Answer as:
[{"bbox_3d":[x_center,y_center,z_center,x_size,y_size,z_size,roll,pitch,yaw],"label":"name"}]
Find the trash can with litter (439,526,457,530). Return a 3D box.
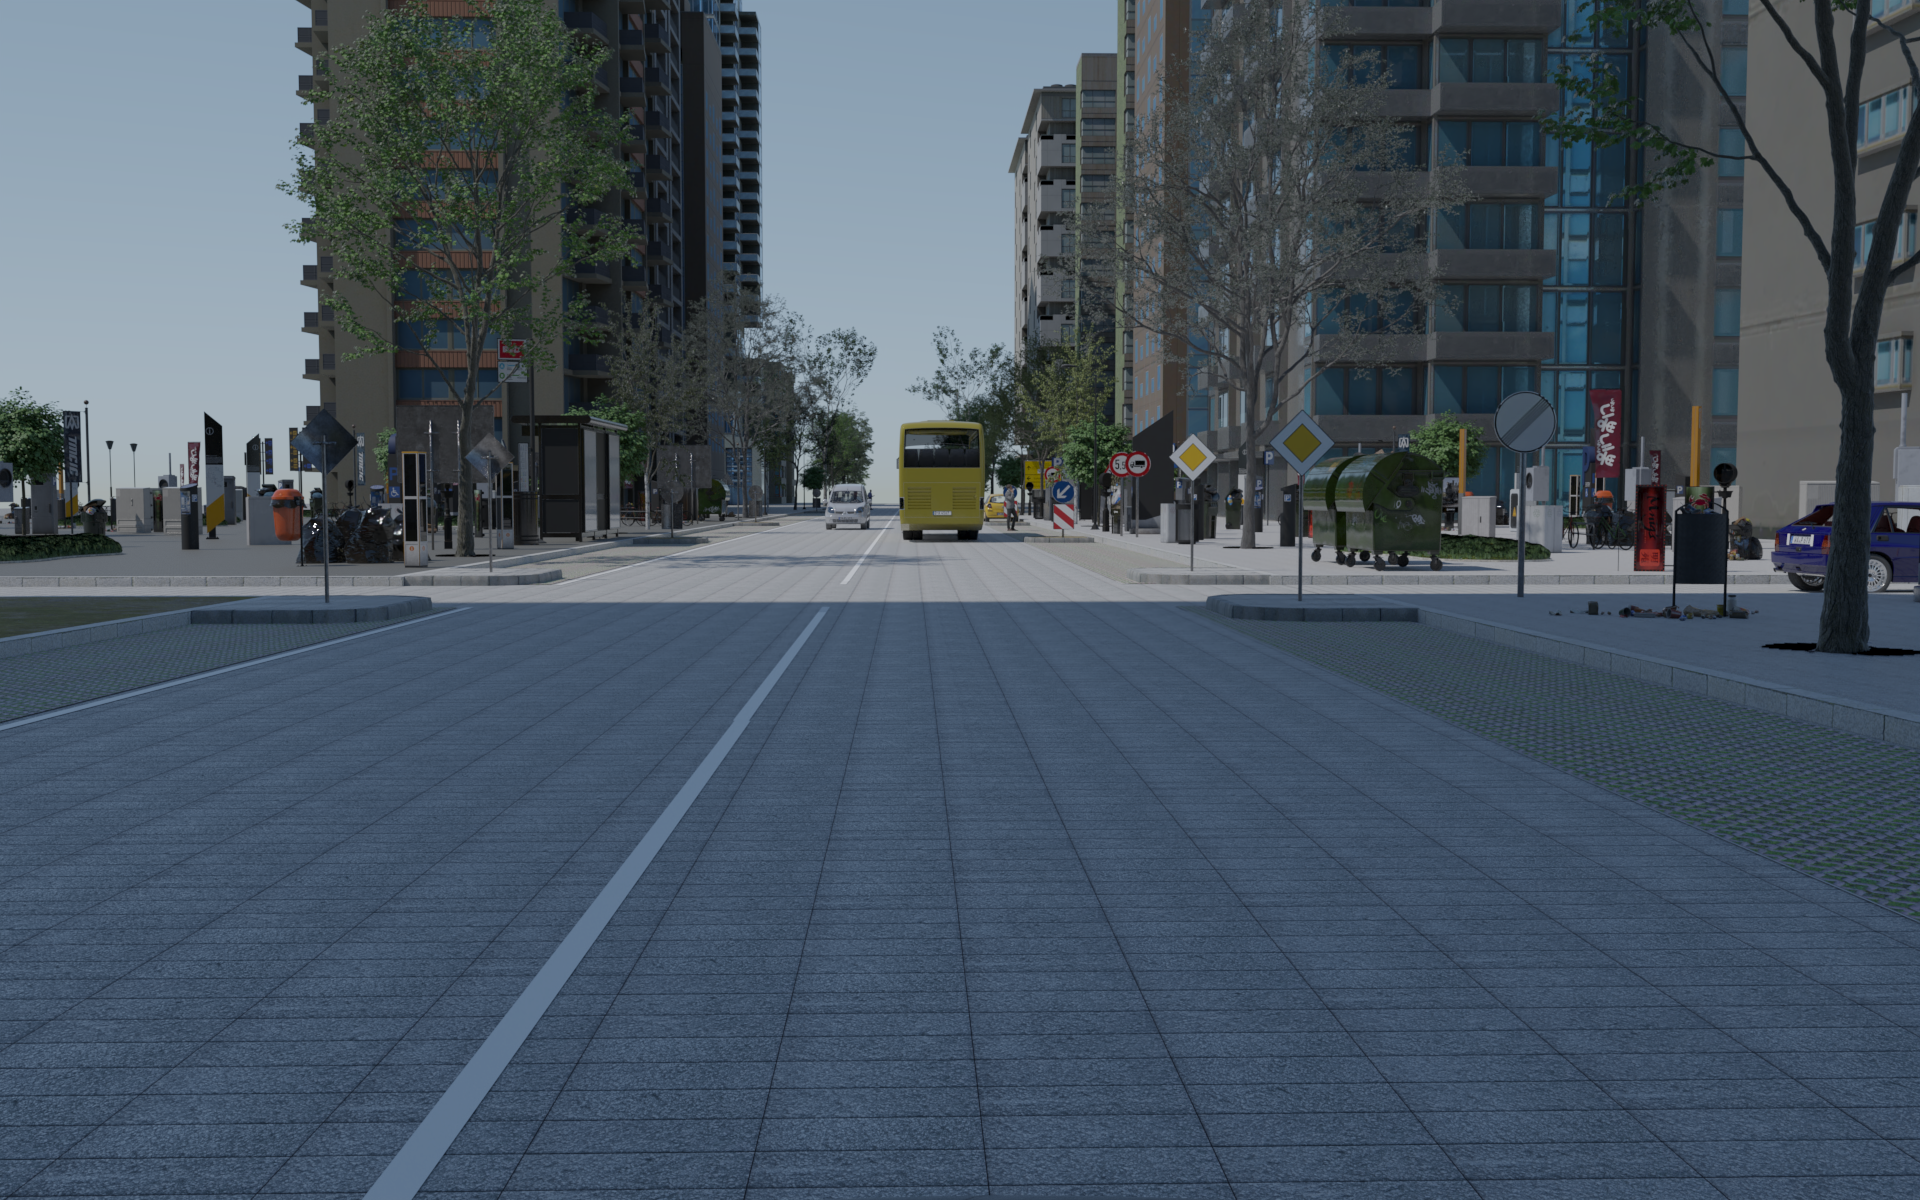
[{"bbox_3d":[-18.973,-3.076,61.348,2.233,1.210,1.678,-1,4,-15],"label":"trash can with litter"}]

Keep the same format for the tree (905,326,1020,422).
[{"bbox_3d":[-0.271,-20.840,196.618,12.611,20.169,13.585,0,3,0],"label":"tree"}]

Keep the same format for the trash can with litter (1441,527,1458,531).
[{"bbox_3d":[16.666,-3.031,60.618,1.678,1.210,2.233,-1,4,-18],"label":"trash can with litter"}]

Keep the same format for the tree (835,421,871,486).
[{"bbox_3d":[-17.337,-21.006,261.579,7.486,12.596,7.792,0,3,0],"label":"tree"}]

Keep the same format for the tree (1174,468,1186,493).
[{"bbox_3d":[10.890,-5.736,88.380,1.663,3.219,1.824,0,3,0],"label":"tree"}]

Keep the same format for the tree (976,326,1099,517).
[{"bbox_3d":[4.392,-9.958,97.233,8.767,10.594,7.601,3,4,36],"label":"tree"}]

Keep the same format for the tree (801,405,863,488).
[{"bbox_3d":[-14.928,-16.906,202.167,9.928,11.665,9.643,0,3,0],"label":"tree"}]

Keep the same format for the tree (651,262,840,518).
[{"bbox_3d":[-11.694,-11.160,92.829,12.009,13.543,11.850,0,3,0],"label":"tree"}]

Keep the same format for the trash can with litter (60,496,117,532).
[{"bbox_3d":[-29.313,-2.960,59.453,1.678,1.210,2.233,0,4,6],"label":"trash can with litter"}]

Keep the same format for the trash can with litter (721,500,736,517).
[{"bbox_3d":[-12.952,-5.167,95.871,1.055,1.170,0.624,-3,4,-36],"label":"trash can with litter"}]

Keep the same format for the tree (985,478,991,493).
[{"bbox_3d":[2.416,-11.149,176.892,1.663,3.219,1.824,0,3,0],"label":"tree"}]

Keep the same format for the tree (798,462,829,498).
[{"bbox_3d":[-14.469,-11.509,171.880,4.285,4.588,4.351,0,3,0],"label":"tree"}]

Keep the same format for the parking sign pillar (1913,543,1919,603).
[{"bbox_3d":[12.053,-1.946,20.283,1.447,3.967,1.447,-3,5,-42],"label":"parking sign pillar"}]

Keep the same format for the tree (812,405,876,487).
[{"bbox_3d":[-16.883,-20.940,249.030,9.857,13.997,8.962,0,3,0],"label":"tree"}]

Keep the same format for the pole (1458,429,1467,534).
[{"bbox_3d":[15.770,-3.702,54.370,0.158,3.312,0.155,0,3,0],"label":"pole"}]

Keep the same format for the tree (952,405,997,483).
[{"bbox_3d":[1.570,-18.179,215.361,7.486,12.596,7.792,0,3,0],"label":"tree"}]

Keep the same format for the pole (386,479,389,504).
[{"bbox_3d":[-30.005,-5.935,90.883,0.158,3.312,0.155,0,3,0],"label":"pole"}]

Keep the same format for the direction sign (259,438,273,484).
[{"bbox_3d":[-28.136,-4.769,69.975,0.876,3.537,0.379,1,4,11],"label":"direction sign"}]

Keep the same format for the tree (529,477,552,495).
[{"bbox_3d":[-18.546,-5.131,78.492,1.663,3.219,1.824,0,3,0],"label":"tree"}]

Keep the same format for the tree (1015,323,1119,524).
[{"bbox_3d":[4.747,-7.549,73.787,4.737,8.622,4.395,0,3,0],"label":"tree"}]

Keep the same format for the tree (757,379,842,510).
[{"bbox_3d":[-13.045,-12.586,140.188,7.601,10.594,8.767,0,4,8],"label":"tree"}]

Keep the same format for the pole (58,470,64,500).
[{"bbox_3d":[-42.519,-5.388,81.935,0.158,3.312,0.155,0,3,0],"label":"pole"}]

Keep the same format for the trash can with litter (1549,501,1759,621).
[{"bbox_3d":[7.382,-0.442,18.293,2.233,1.210,1.678,1,4,13],"label":"trash can with litter"}]

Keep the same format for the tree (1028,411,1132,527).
[{"bbox_3d":[5.474,-5.177,68.356,4.285,4.588,4.351,0,3,0],"label":"tree"}]

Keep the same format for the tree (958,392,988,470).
[{"bbox_3d":[3.149,-14.673,165.654,9.928,11.665,9.643,0,3,0],"label":"tree"}]

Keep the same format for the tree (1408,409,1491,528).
[{"bbox_3d":[18.693,-5.077,66.716,4.285,4.588,4.351,0,3,0],"label":"tree"}]

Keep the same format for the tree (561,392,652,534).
[{"bbox_3d":[-11.478,-4.429,56.125,4.285,4.588,4.351,0,3,0],"label":"tree"}]

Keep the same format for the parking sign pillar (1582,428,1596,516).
[{"bbox_3d":[25.655,-5.005,70.301,1.447,3.967,1.447,0,4,6],"label":"parking sign pillar"}]

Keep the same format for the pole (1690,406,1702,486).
[{"bbox_3d":[17.079,-2.837,40.236,0.158,3.312,0.155,0,3,0],"label":"pole"}]

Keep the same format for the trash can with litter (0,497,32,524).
[{"bbox_3d":[-41.085,-3.940,75.485,2.233,1.210,1.678,-2,4,-34],"label":"trash can with litter"}]

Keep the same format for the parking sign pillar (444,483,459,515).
[{"bbox_3d":[-23.053,-5.538,79.017,1.447,3.967,1.447,1,4,10],"label":"parking sign pillar"}]

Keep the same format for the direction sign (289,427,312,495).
[{"bbox_3d":[-22.363,-4.085,58.783,0.876,3.537,0.379,1,4,17],"label":"direction sign"}]

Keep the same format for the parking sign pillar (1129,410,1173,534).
[{"bbox_3d":[6.167,-4.104,55.567,1.447,3.967,1.447,0,4,2],"label":"parking sign pillar"}]

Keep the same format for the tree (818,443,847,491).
[{"bbox_3d":[-16.339,-16.768,224.513,4.360,8.622,3.978,0,3,0],"label":"tree"}]

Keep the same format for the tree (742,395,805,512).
[{"bbox_3d":[-13.242,-10.434,120.960,4.737,8.622,4.395,0,3,0],"label":"tree"}]

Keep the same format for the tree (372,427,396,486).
[{"bbox_3d":[-23.251,-5.495,73.565,4.285,4.588,4.351,0,3,0],"label":"tree"}]

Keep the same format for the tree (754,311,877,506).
[{"bbox_3d":[-15.223,-19.837,180.229,12.611,20.169,13.585,0,3,0],"label":"tree"}]

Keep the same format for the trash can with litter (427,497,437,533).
[{"bbox_3d":[-17.449,-2.796,57.103,0.624,1.170,1.055,-2,4,-28],"label":"trash can with litter"}]

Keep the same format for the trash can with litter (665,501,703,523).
[{"bbox_3d":[-12.558,-4.033,76.994,2.233,1.210,1.678,1,4,17],"label":"trash can with litter"}]

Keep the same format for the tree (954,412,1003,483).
[{"bbox_3d":[1.006,-19.164,230.339,9.611,12.733,9.660,0,3,0],"label":"tree"}]

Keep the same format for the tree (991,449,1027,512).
[{"bbox_3d":[3.828,-8.686,125.721,4.285,4.588,4.351,0,3,0],"label":"tree"}]

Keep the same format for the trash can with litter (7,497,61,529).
[{"bbox_3d":[-33.818,-3.268,64.495,2.233,1.210,1.678,1,4,12],"label":"trash can with litter"}]

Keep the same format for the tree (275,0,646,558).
[{"bbox_3d":[-9.984,-6.689,35.116,9.928,11.665,9.643,0,3,0],"label":"tree"}]

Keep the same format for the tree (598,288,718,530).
[{"bbox_3d":[-11.134,-6.844,62.254,4.360,8.622,3.978,0,3,0],"label":"tree"}]

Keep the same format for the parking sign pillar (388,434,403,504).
[{"bbox_3d":[-17.730,-4.077,55.130,1.447,3.967,1.447,0,4,7],"label":"parking sign pillar"}]

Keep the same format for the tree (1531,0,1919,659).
[{"bbox_3d":[7.149,-5.370,13.561,9.928,11.665,9.643,0,3,0],"label":"tree"}]

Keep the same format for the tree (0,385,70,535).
[{"bbox_3d":[-28.450,-4.198,52.352,4.285,4.588,4.351,0,3,0],"label":"tree"}]

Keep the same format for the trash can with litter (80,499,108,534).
[{"bbox_3d":[-21.128,-1.863,41.853,1.055,1.170,0.624,2,4,23],"label":"trash can with litter"}]

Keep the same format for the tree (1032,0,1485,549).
[{"bbox_3d":[6.921,-7.945,40.270,12.009,13.543,11.850,0,3,0],"label":"tree"}]
